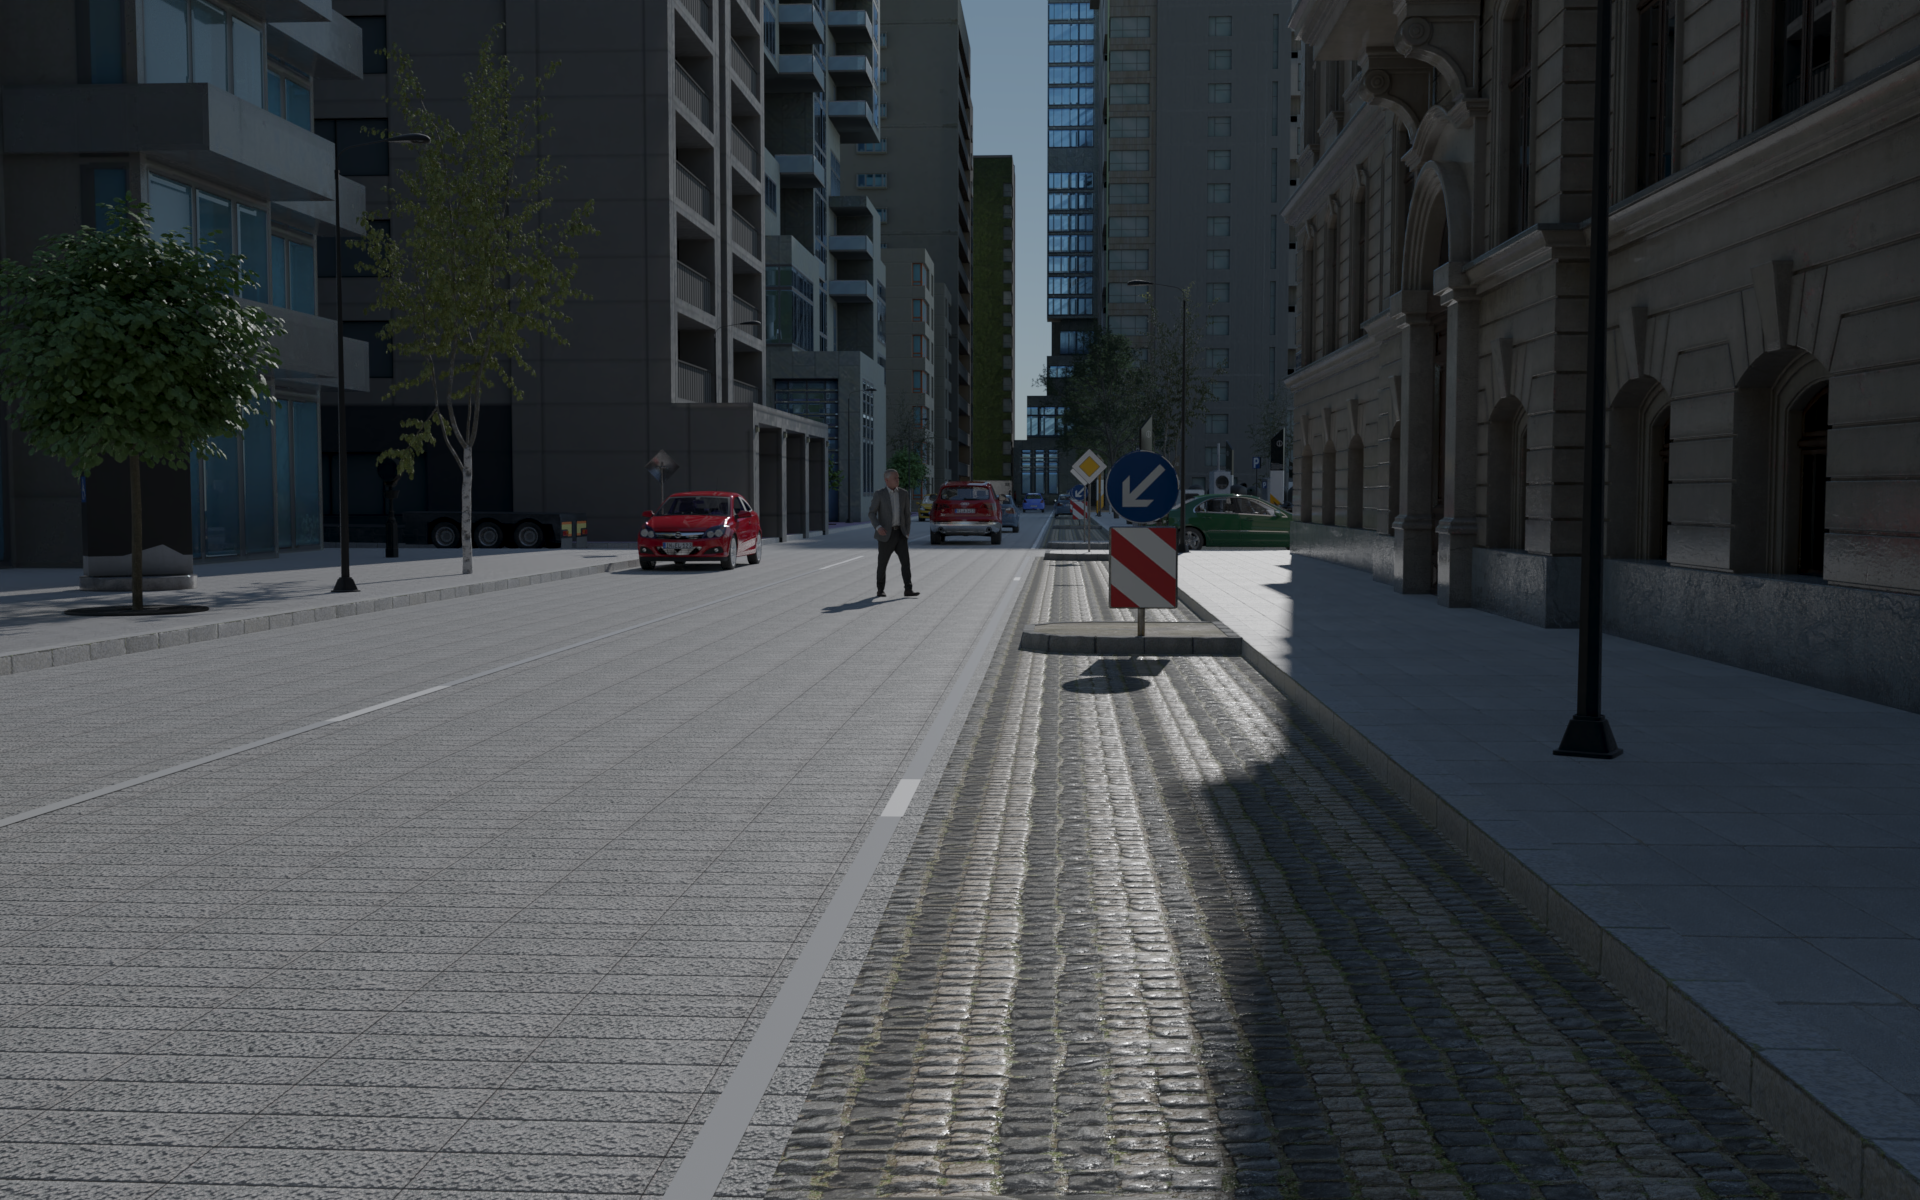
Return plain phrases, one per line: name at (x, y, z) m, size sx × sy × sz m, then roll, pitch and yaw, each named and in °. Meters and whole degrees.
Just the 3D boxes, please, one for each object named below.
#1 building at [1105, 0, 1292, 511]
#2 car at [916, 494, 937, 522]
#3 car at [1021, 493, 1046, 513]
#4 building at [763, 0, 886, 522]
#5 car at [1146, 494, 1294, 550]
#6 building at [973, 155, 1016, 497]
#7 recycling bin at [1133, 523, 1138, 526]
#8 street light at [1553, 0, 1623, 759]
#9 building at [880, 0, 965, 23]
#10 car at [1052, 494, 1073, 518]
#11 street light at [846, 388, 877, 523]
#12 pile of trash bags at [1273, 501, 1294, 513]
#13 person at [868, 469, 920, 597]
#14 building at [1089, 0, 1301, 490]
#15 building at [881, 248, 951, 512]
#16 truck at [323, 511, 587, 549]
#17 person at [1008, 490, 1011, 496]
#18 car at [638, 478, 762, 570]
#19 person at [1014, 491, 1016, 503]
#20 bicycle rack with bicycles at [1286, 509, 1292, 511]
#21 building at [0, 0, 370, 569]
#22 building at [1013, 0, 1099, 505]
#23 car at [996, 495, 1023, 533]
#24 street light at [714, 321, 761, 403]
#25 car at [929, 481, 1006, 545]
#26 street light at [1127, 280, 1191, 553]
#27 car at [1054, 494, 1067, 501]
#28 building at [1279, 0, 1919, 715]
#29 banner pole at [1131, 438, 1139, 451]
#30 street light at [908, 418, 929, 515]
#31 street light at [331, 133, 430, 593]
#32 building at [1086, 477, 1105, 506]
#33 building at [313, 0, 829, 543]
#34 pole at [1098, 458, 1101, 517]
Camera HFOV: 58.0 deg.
building at (18.849, -27.921, 140.101) m, size 14.154 × 41.232 × 14.086 m, roll 0°, pitch 4°, yaw 3°
car at (-1.270, -4.941, 91.001) m, size 2.015 × 1.641 × 3.980 m, roll 0°, pitch 4°, yaw 2°
car at (5.707, -7.630, 134.335) m, size 1.945 × 1.707 × 3.694 m, roll 0°, pitch 4°, yaw 2°
building at (-14.715, -47.653, 91.797) m, size 22.319 × 86.520 × 31.000 m, roll 0°, pitch 4°, yaw 3°
car at (6.796, -1.827, 41.670) m, size 4.920 × 1.459 × 2.131 m, roll 0°, pitch 4°, yaw 2°
building at (-0.275, -32.316, 211.953) m, size 14.086 × 41.232 × 14.154 m, roll 0°, pitch 4°, yaw 3°
recycling bin at (5.784, -2.483, 53.155) m, size 0.722 × 1.027 × 0.722 m, roll -3°, pitch 5°, yaw -40°
street light at (2.561, -2.194, 8.409) m, size 1.470 × 5.913 × 1.316 m, roll 0°, pitch 4°, yaw 3°
building at (-10.198, -32.906, 161.722) m, size 21.300 × 48.544 × 21.600 m, roll 0°, pitch 4°, yaw 3°
car at (6.561, -5.652, 104.417) m, size 2.014 × 1.417 × 4.499 m, roll 0°, pitch 4°, yaw 3°
street light at (-4.351, -6.344, 76.260) m, size 1.470 × 5.913 × 1.316 m, roll 0°, pitch 4°, yaw 3°
pile of trash bags at (11.285, -2.692, 53.761) m, size 3.447 × 1.369 × 1.912 m, roll 1°, pitch 4°, yaw 10°
person at (-0.902, -0.925, 24.022) m, size 0.661 × 1.777 × 0.834 m, roll -3°, pitch 4°, yaw -36°
building at (26.469, -34.914, 160.088) m, size 28.713 × 52.752 × 27.495 m, roll 0°, pitch 4°, yaw 3°
building at (-15.401, -17.868, 137.175) m, size 27.650 × 21.520 × 28.899 m, roll 0°, pitch 4°, yaw 3°
truck at (-19.098, -3.329, 44.193) m, size 18.799 × 4.110 × 2.967 m, roll 0°, pitch 4°, yaw 3°
person at (5.172, -10.421, 178.872) m, size 0.705 × 1.826 × 1.348 m, roll 1°, pitch 4°, yaw 18°
car at (-5.084, -1.535, 34.137) m, size 2.155 × 1.783 × 4.494 m, roll 0°, pitch 4°, yaw 3°
person at (6.354, -11.625, 198.510) m, size 0.705 × 1.831 × 1.348 m, roll 0°, pitch 4°, yaw 2°
bicycle rack with bicycles at (8.108, -2.127, 48.164) m, size 2.852 × 0.926 × 2.925 m, roll 0°, pitch 4°, yaw 4°
building at (-27.809, -25.057, 29.291) m, size 30.456 × 49.044 × 23.786 m, roll 0°, pitch 4°, yaw 3°
building at (22.473, -55.089, 213.383) m, size 31.000 × 86.520 × 22.319 m, roll 0°, pitch 4°, yaw 3°
car at (1.367, -3.264, 65.364) m, size 2.014 × 1.417 × 4.499 m, roll 0°, pitch 4°, yaw 3°
street light at (-6.036, -4.530, 46.606) m, size 1.470 × 5.913 × 1.316 m, roll 0°, pitch 4°, yaw 3°
car at (0.210, -2.565, 50.609) m, size 2.281 × 1.827 × 5.304 m, roll 0°, pitch 4°, yaw 2°
street light at (4.328, -3.988, 37.742) m, size 1.470 × 5.913 × 1.316 m, roll 0°, pitch 4°, yaw 3°
car at (8.014, -7.275, 129.170) m, size 2.015 × 1.641 × 3.980 m, roll 0°, pitch 4°, yaw 2°
building at (11.374, -12.289, 20.009) m, size 14.460 × 24.649 × 34.723 m, roll 0°, pitch 4°, yaw 3°
banner pole at (7.905, -5.357, 77.598) m, size 0.401 × 3.779 × 0.863 m, roll -3°, pitch 5°, yaw -43°
street light at (-2.565, -8.153, 105.848) m, size 1.470 × 5.913 × 1.316 m, roll 0°, pitch 4°, yaw 3°
street light at (-7.518, -3.056, 22.501) m, size 1.470 × 5.913 × 1.316 m, roll 0°, pitch 4°, yaw 3°
building at (23.784, -45.617, 184.095) m, size 20.563 × 71.187 × 20.611 m, roll 0°, pitch 4°, yaw 3°
building at (-15.103, -37.734, 55.208) m, size 20.563 × 71.187 × 20.611 m, roll 0°, pitch 4°, yaw 3°
pole at (7.866, -6.343, 97.557) m, size 0.158 × 3.312 × 0.155 m, roll 0°, pitch 3°, yaw 0°
